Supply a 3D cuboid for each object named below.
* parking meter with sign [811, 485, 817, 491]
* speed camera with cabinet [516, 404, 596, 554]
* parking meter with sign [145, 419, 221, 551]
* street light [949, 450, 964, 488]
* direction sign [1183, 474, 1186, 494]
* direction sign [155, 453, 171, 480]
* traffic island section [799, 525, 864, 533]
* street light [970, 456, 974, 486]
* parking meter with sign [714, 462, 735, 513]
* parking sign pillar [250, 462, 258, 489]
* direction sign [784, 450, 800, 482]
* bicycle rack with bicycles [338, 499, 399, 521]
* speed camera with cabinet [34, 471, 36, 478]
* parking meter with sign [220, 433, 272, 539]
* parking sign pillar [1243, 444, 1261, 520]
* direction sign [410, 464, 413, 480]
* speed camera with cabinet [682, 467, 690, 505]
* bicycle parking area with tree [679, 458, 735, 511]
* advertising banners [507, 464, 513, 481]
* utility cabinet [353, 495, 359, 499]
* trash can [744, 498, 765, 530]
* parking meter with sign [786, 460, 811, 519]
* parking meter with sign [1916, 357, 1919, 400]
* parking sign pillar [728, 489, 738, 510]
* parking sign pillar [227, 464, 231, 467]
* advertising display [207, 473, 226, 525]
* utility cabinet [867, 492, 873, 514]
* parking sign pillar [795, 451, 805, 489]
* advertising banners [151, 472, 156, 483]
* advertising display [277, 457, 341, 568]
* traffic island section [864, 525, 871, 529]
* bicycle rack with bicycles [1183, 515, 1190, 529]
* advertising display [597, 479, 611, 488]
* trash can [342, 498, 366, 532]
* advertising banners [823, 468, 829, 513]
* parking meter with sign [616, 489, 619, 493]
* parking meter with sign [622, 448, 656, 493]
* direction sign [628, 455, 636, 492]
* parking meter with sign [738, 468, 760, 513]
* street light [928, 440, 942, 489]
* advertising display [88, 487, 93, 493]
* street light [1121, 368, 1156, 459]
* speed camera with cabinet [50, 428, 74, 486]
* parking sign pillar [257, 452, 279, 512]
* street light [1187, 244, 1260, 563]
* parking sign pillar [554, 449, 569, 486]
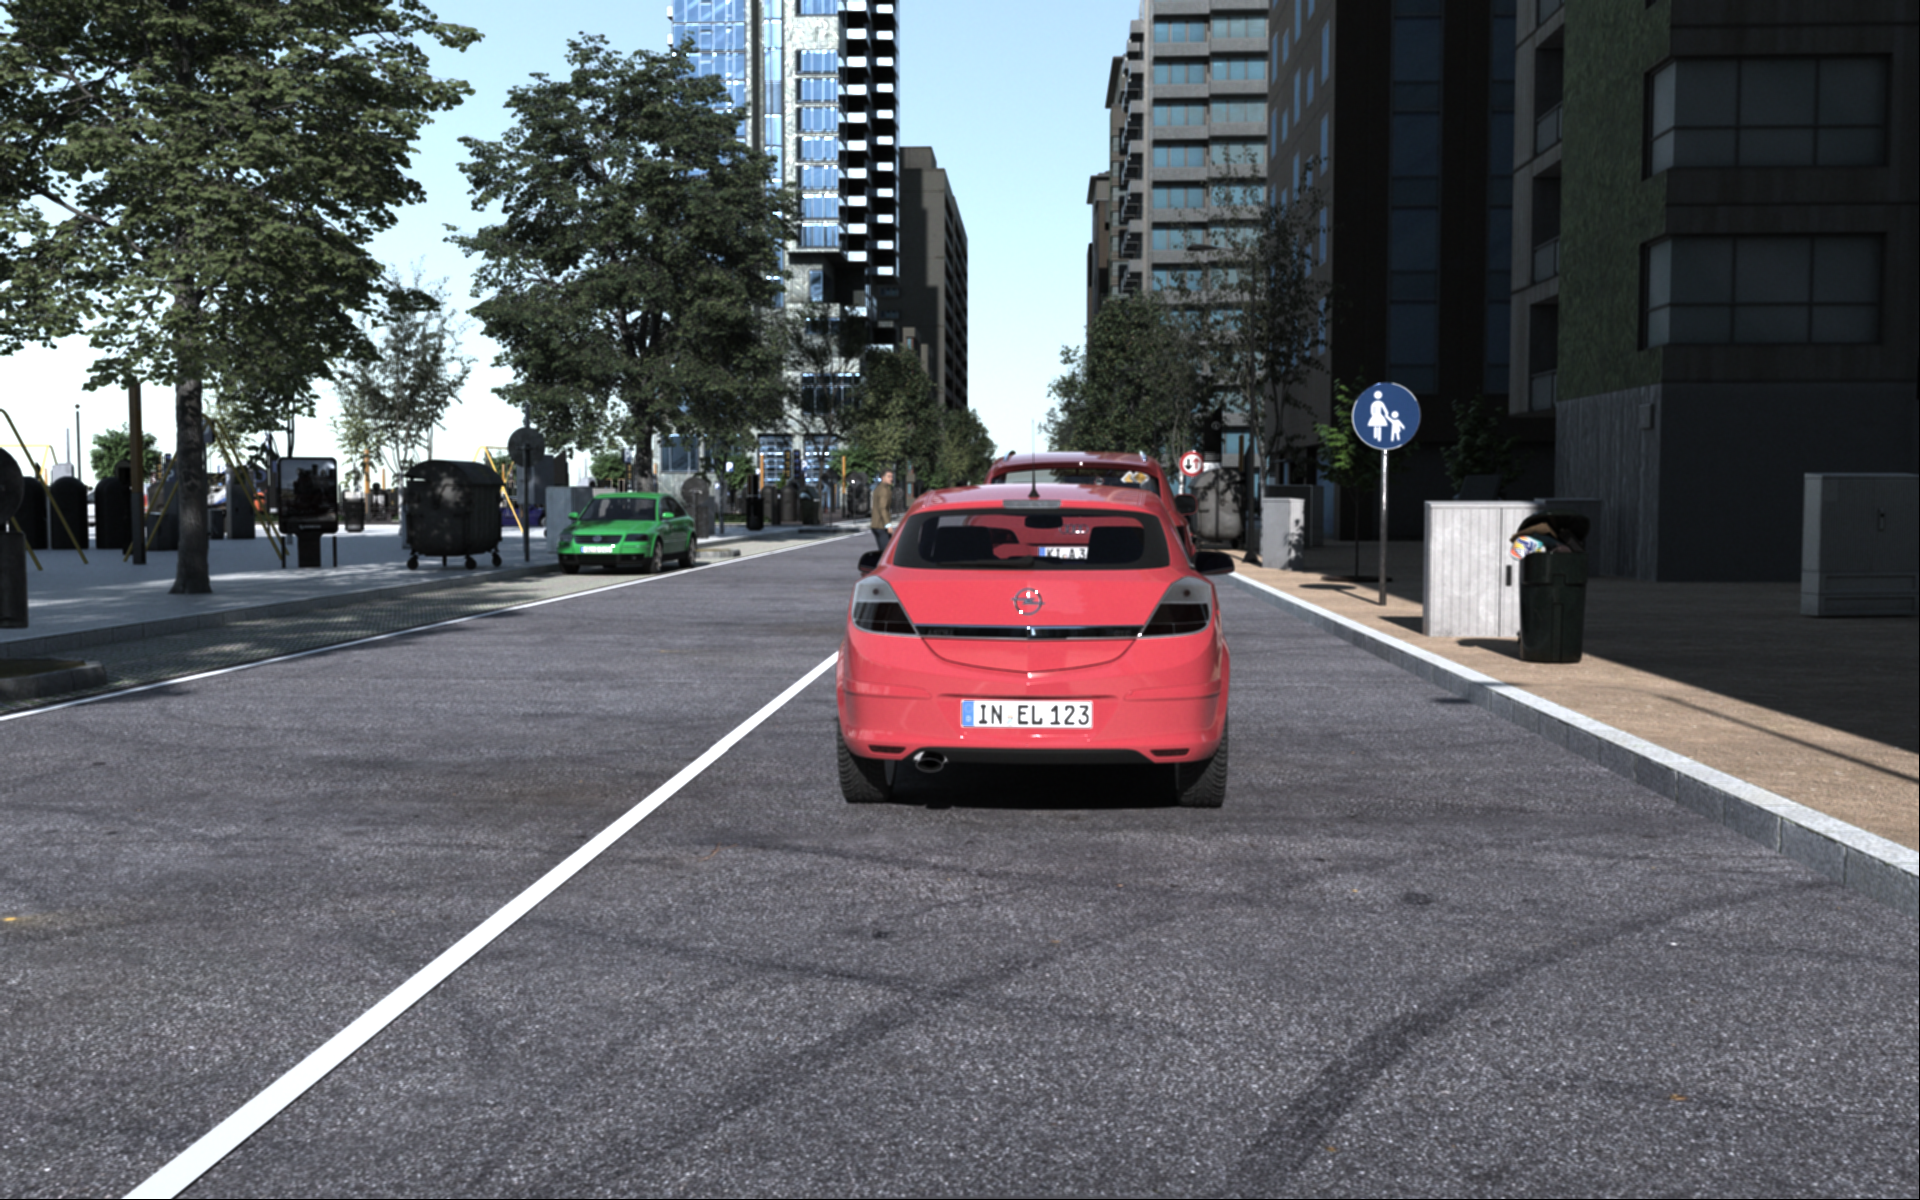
[{"bbox_3d":[-12.024,-8.854,141.017,0.543,3.016,1.738,3,5,41],"label":"parking meter with sign"},{"bbox_3d":[-8.822,-2.651,37.675,2.038,3.252,0.660,3,5,40],"label":"speed camera with cabinet"},{"bbox_3d":[-17.898,-2.658,39.719,0.543,3.016,1.738,1,4,18],"label":"parking meter with sign"},{"bbox_3d":[-0.601,-12.730,180.677,1.470,5.913,1.316,0,4,3],"label":"street light"},{"bbox_3d":[18.106,-9.066,140.229,0.379,3.537,0.876,2,4,26],"label":"direction sign"},{"bbox_3d":[-44.394,-6.397,96.595,0.876,3.537,0.379,0,4,-1],"label":"direction sign"},{"bbox_3d":[-4.842,-2.595,64.701,2.009,0.180,2.903,0,4,3],"label":"traffic island section"},{"bbox_3d":[0.989,-14.669,212.383,1.470,5.913,1.316,0,4,3],"label":"street light"},{"bbox_3d":[-12.862,-5.921,93.061,0.543,3.016,1.738,2,4,31],"label":"parking meter with sign"},{"bbox_3d":[-55.636,-9.123,137.627,1.447,3.967,1.447,-2,4,-27],"label":"parking sign pillar"},{"bbox_3d":[-8.551,-5.882,88.164,0.876,3.537,0.379,2,4,25],"label":"direction sign"},{"bbox_3d":[-28.722,-4.338,84.309,2.925,0.926,2.852,0,4,-1],"label":"bicycle rack with bicycles"},{"bbox_3d":[-63.892,-7.629,119.066,0.660,3.252,2.038,-3,4,-39],"label":"speed camera with cabinet"},{"bbox_3d":[-20.583,-3.253,49.444,1.738,3.016,0.543,-3,5,-44],"label":"parking meter with sign"},{"bbox_3d":[14.121,-5.932,85.459,1.447,3.967,1.447,2,4,25],"label":"parking sign pillar"},{"bbox_3d":[-36.439,-7.528,115.087,0.379,3.537,0.876,0,4,-7],"label":"direction sign"},{"bbox_3d":[-19.597,-8.104,126.831,0.660,3.252,2.038,2,4,25],"label":"speed camera with cabinet"},{"bbox_3d":[-19.065,-9.028,134.611,9.016,4.147,8.231,-1,4,-21],"label":"bicycle parking area with tree"},{"bbox_3d":[-25.937,-6.451,101.661,0.090,3.025,2.074,1,4,20],"label":"advertising banners"},{"bbox_3d":[-42.701,-6.814,122.575,0.306,1.237,1.020,-2,4,-34],"label":"utility cabinet"},{"bbox_3d":[-7.254,-3.035,61.268,0.748,1.137,0.748,0,3,0],"label":"trash can"},{"bbox_3d":[-8.618,-5.708,89.584,0.543,3.016,1.738,-3,5,-43],"label":"parking meter with sign"},{"bbox_3d":[12.824,-1.539,21.429,0.543,3.016,1.738,-2,4,-35],"label":"parking meter with sign"},{"bbox_3d":[-18.949,-9.428,142.615,1.447,3.967,1.447,1,4,11],"label":"parking sign pillar"},{"bbox_3d":[-60.929,-9.607,145.547,1.447,3.967,1.447,-3,4,-36],"label":"parking sign pillar"},{"bbox_3d":[-22.705,-2.918,52.930,0.123,1.923,0.974,3,5,43],"label":"advertising display"},{"bbox_3d":[-6.037,-6.156,109.337,1.173,1.500,0.318,2,4,25],"label":"utility cabinet"},{"bbox_3d":[-10.140,-7.380,109.130,1.447,3.967,1.447,-1,4,-19],"label":"parking sign pillar"},{"bbox_3d":[-64.243,-8.574,136.371,2.074,3.025,0.090,0,4,-3],"label":"advertising banners"},{"bbox_3d":[-11.376,-1.530,30.230,0.974,1.923,0.123,-2,4,-29],"label":"advertising display"},{"bbox_3d":[-4.453,-3.082,72.677,2.009,0.180,2.903,0,4,3],"label":"traffic island section"},{"bbox_3d":[8.097,-2.902,60.831,2.925,0.926,2.852,0,4,2],"label":"bicycle rack with bicycles"},{"bbox_3d":[-15.588,-4.323,75.896,0.123,1.923,0.974,1,4,19],"label":"advertising display"},{"bbox_3d":[-20.338,-2.844,58.152,0.748,1.137,0.748,0,3,0],"label":"trash can"},{"bbox_3d":[-8.918,-7.297,115.497,0.090,3.025,2.074,-1,4,-15],"label":"advertising banners"},{"bbox_3d":[-29.344,-9.285,148.064,0.543,3.016,1.738,1,4,18],"label":"parking meter with sign"},{"bbox_3d":[-11.879,-4.236,65.517,1.738,3.016,0.543,1,4,20],"label":"parking meter with sign"},{"bbox_3d":[-18.808,-6.591,99.756,0.876,3.537,0.379,0,4,-3],"label":"direction sign"},{"bbox_3d":[-14.223,-7.373,116.815,0.543,3.016,1.738,3,5,44],"label":"parking meter with sign"},{"bbox_3d":[-2.155,-10.791,148.969,1.470,5.913,1.316,0,4,3],"label":"street light"},{"bbox_3d":[-75.252,-8.812,149.290,0.974,1.923,0.123,-1,4,-13],"label":"advertising display"},{"bbox_3d":[6.655,-5.594,64.010,1.470,5.913,1.316,0,4,3],"label":"street light"},{"bbox_3d":[-27.084,-3.541,52.236,0.660,3.252,2.038,-2,4,-27],"label":"speed camera with cabinet"},{"bbox_3d":[-39.723,-6.886,101.057,1.447,3.967,1.447,1,4,13],"label":"parking sign pillar"},{"bbox_3d":[4.909,-3.656,32.311,1.470,5.913,1.316,0,4,3],"label":"street light"},{"bbox_3d":[-24.323,-7.112,104.755,1.447,3.967,1.447,1,4,17],"label":"parking sign pillar"}]
